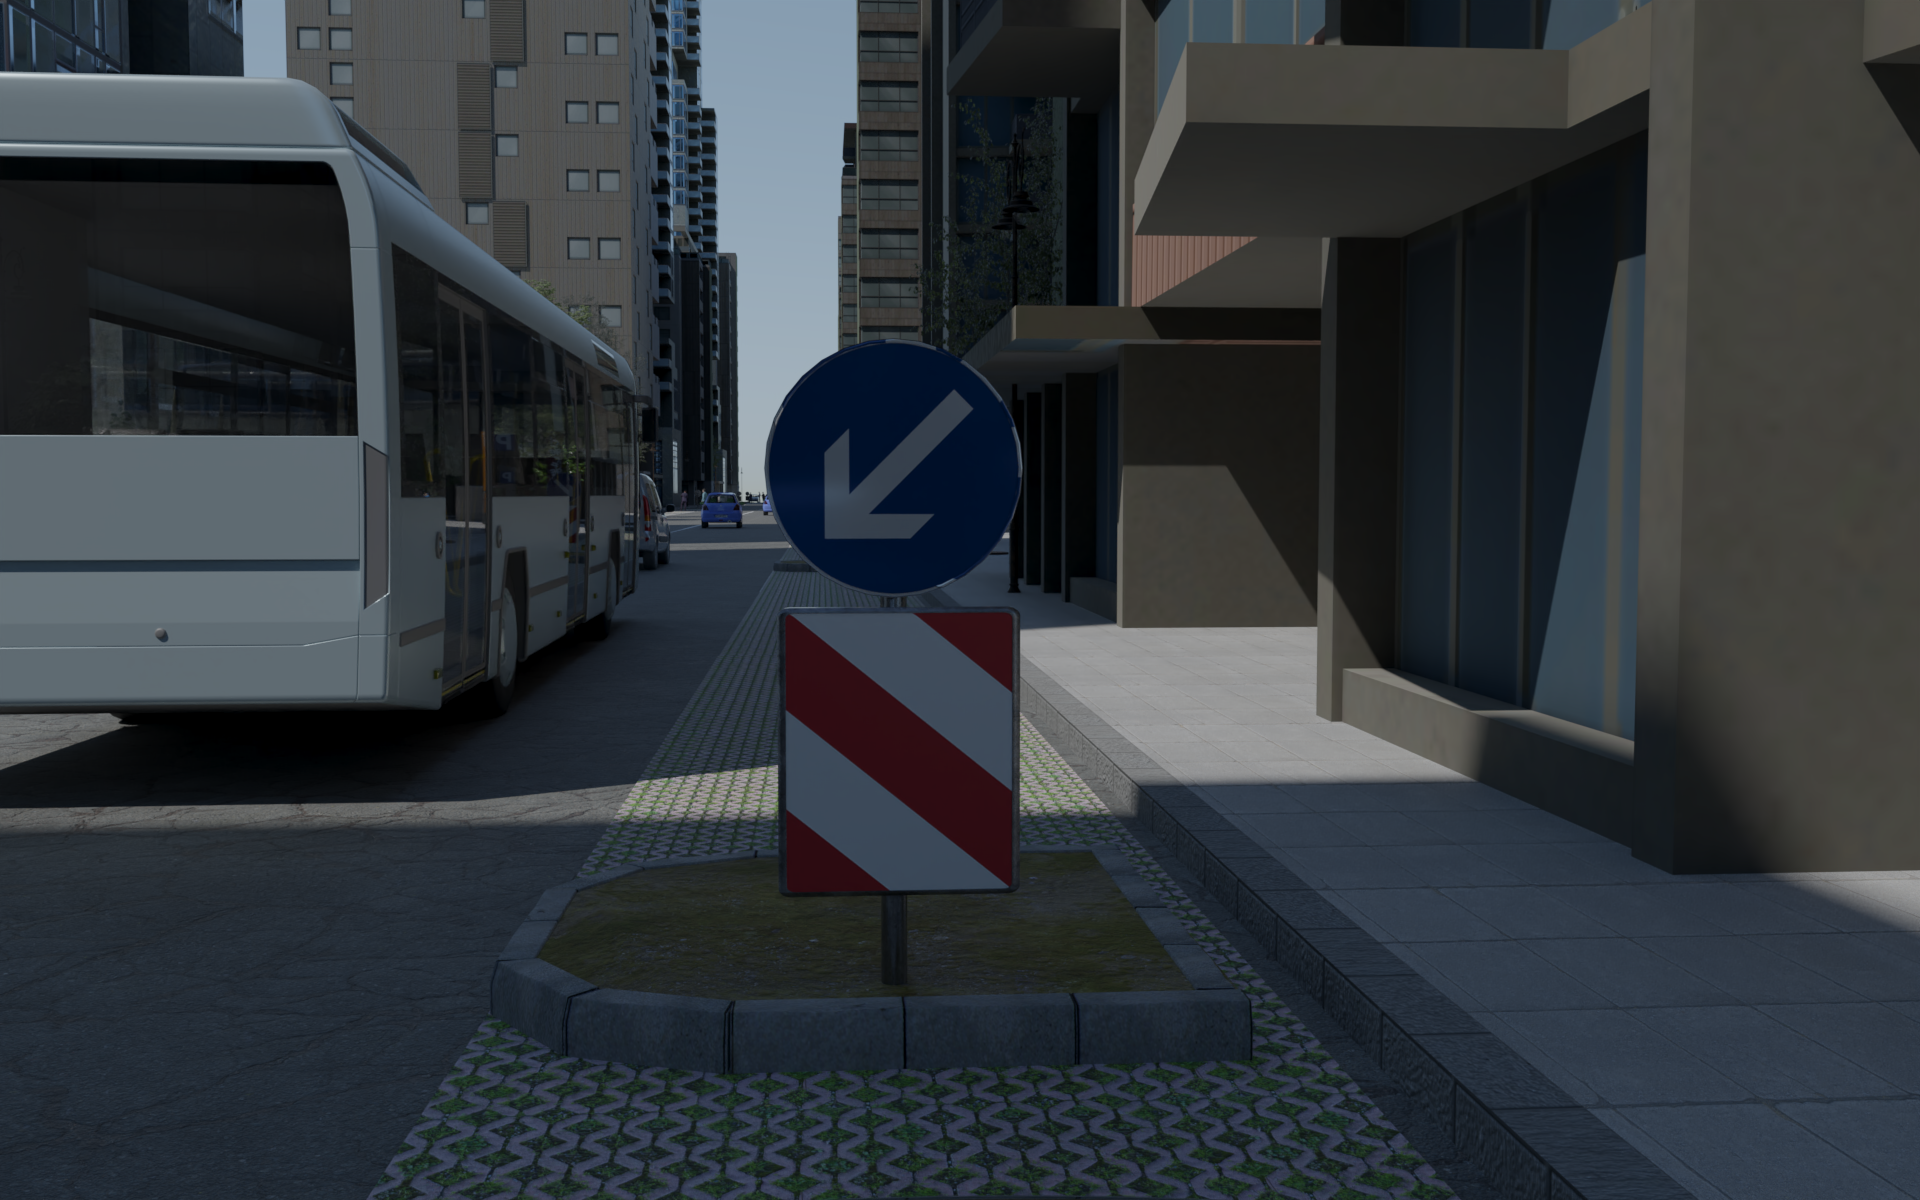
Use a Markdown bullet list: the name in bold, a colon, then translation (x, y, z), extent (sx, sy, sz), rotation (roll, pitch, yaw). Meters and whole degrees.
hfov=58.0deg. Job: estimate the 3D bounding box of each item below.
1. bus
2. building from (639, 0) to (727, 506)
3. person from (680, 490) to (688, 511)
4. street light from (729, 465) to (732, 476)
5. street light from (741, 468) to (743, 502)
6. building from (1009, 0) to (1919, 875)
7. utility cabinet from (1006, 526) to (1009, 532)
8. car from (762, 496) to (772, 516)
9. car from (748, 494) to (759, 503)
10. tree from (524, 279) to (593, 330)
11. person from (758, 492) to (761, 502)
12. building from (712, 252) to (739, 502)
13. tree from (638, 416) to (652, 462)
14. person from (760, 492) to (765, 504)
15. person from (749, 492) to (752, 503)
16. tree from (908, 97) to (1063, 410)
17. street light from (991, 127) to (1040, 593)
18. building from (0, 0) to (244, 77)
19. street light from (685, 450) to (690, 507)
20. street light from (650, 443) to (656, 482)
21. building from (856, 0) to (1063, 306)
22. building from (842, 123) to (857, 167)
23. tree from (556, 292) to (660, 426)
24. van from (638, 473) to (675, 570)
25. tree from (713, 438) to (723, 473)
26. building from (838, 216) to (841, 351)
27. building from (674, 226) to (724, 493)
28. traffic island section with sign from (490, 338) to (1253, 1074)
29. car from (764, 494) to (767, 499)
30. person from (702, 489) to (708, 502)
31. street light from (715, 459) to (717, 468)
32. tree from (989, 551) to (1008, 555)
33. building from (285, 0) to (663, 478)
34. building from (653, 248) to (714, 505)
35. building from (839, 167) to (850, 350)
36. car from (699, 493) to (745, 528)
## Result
- **bus**: translation (-4.437, -1.183, 14.199), extent (2.948, 3.499, 13.247), rotation (0, 4, -5)
- **building**: translation (-46.356, -57.976, 260.585), extent (22.319, 86.520, 31.000), rotation (0, 4, -5)
- **person**: translation (-23.016, -8.281, 144.343), extent (0.683, 1.767, 0.568), rotation (-1, 4, -14)
- **street light**: translation (-34.418, -17.574, 260.129), extent (0.468, 5.910, 1.993), rotation (0, 4, -5)
- **street light**: translation (-37.235, -19.746, 295.626), extent (0.468, 5.910, 1.993), rotation (0, 4, -5)
- **building**: translation (11.332, -21.950, 13.501), extent (22.147, 44.769, 28.867), rotation (0, 4, -5)
- **utility cabinet**: translation (1.528, -3.008, 57.857), extent (1.173, 1.500, 0.318), rotation (1, 4, 20)
- **car**: translation (-12.386, -6.564, 116.907), extent (1.945, 1.707, 3.694), rotation (0, 4, -4)
- **car**: translation (-34.616, -17.029, 290.428), extent (2.014, 1.417, 4.499), rotation (0, 4, -5)
- **tree**: translation (-22.456, -10.645, 92.165), extent (7.486, 12.596, 7.792), rotation (0, 3, 0)
- **person**: translation (-34.476, -17.637, 296.731), extent (0.599, 1.838, 0.709), rotation (1, 4, 10)
- **building**: translation (-43.854, -36.772, 284.819), extent (14.154, 41.232, 14.086), rotation (0, 4, -5)
- **tree**: translation (-24.295, -10.678, 124.948), extent (4.360, 8.622, 3.978), rotation (0, 3, 0)
- **person**: translation (-29.615, -15.311, 259.366), extent (0.750, 1.759, 0.617), rotation (-2, 4, -32)
- **person**: translation (-32.389, -15.824, 268.146), extent (0.541, 1.710, 0.530), rotation (0, 4, -2)
- **tree**: translation (0.961, -4.970, 31.620), extent (4.360, 8.622, 3.978), rotation (0, 3, 0)
- **street light**: translation (0.705, -3.032, 22.357), extent (0.468, 5.910, 1.993), rotation (0, 4, -5)
- **building**: translation (-33.342, -44.801, 45.166), extent (31.000, 86.520, 22.319), rotation (0, 4, -5)
- **street light**: translation (-27.860, -12.479, 176.820), extent (0.468, 5.910, 1.993), rotation (0, 4, -5)
- **street light**: translation (-24.990, -10.304, 141.264), extent (0.468, 5.910, 1.993), rotation (0, 4, -5)
- **building**: translation (1.206, -19.919, 97.381), extent (14.160, 30.474, 14.107), rotation (0, 4, -5)
- **building**: translation (-2.694, -33.525, 202.754), extent (22.147, 44.769, 28.867), rotation (0, 4, -5)
- **tree**: translation (-23.284, -11.869, 104.435), extent (12.009, 13.543, 11.850), rotation (0, 3, 0)
- **van**: translation (-6.681, -1.660, 34.145), extent (2.013, 2.044, 4.112), rotation (0, 4, -4)
- **tree**: translation (-31.513, -16.256, 216.152), extent (4.737, 8.622, 4.395), rotation (0, 3, 0)
- **building**: translation (-11.010, -35.045, 256.571), extent (14.154, 41.232, 14.086), rotation (0, 4, -5)
- **building**: translation (-48.509, -33.149, 233.863), extent (32.217, 40.220, 23.993), rotation (0, 4, -5)
- **traffic island section with sign**: translation (-0.331, 0.209, 5.213), extent (1.989, 1.847, 2.006), rotation (0, 4, -5)
- **car**: translation (-29.018, -15.632, 264.627), extent (2.155, 1.783, 4.494), rotation (0, 4, -5)
- **person**: translation (-18.566, -7.207, 126.352), extent (0.620, 1.820, 0.660), rotation (1, 4, 16)
- **street light**: translation (-31.695, -15.416, 224.838), extent (0.468, 5.910, 1.993), rotation (0, 4, -5)
- **tree**: translation (0.647, -2.586, 36.879), extent (1.663, 3.219, 1.824), rotation (0, 3, 0)
- **building**: translation (-40.931, -34.379, 151.331), extent (28.713, 52.752, 27.495), rotation (0, 4, -5)
- **building**: translation (-36.642, -26.454, 204.216), extent (14.160, 30.474, 14.107), rotation (0, 4, -5)
- **building**: translation (-3.673, -23.519, 156.239), extent (14.160, 30.474, 14.107), rotation (0, 4, -5)
- **car**: translation (-10.125, -3.922, 73.723), extent (1.945, 1.707, 3.694), rotation (0, 4, -6)
